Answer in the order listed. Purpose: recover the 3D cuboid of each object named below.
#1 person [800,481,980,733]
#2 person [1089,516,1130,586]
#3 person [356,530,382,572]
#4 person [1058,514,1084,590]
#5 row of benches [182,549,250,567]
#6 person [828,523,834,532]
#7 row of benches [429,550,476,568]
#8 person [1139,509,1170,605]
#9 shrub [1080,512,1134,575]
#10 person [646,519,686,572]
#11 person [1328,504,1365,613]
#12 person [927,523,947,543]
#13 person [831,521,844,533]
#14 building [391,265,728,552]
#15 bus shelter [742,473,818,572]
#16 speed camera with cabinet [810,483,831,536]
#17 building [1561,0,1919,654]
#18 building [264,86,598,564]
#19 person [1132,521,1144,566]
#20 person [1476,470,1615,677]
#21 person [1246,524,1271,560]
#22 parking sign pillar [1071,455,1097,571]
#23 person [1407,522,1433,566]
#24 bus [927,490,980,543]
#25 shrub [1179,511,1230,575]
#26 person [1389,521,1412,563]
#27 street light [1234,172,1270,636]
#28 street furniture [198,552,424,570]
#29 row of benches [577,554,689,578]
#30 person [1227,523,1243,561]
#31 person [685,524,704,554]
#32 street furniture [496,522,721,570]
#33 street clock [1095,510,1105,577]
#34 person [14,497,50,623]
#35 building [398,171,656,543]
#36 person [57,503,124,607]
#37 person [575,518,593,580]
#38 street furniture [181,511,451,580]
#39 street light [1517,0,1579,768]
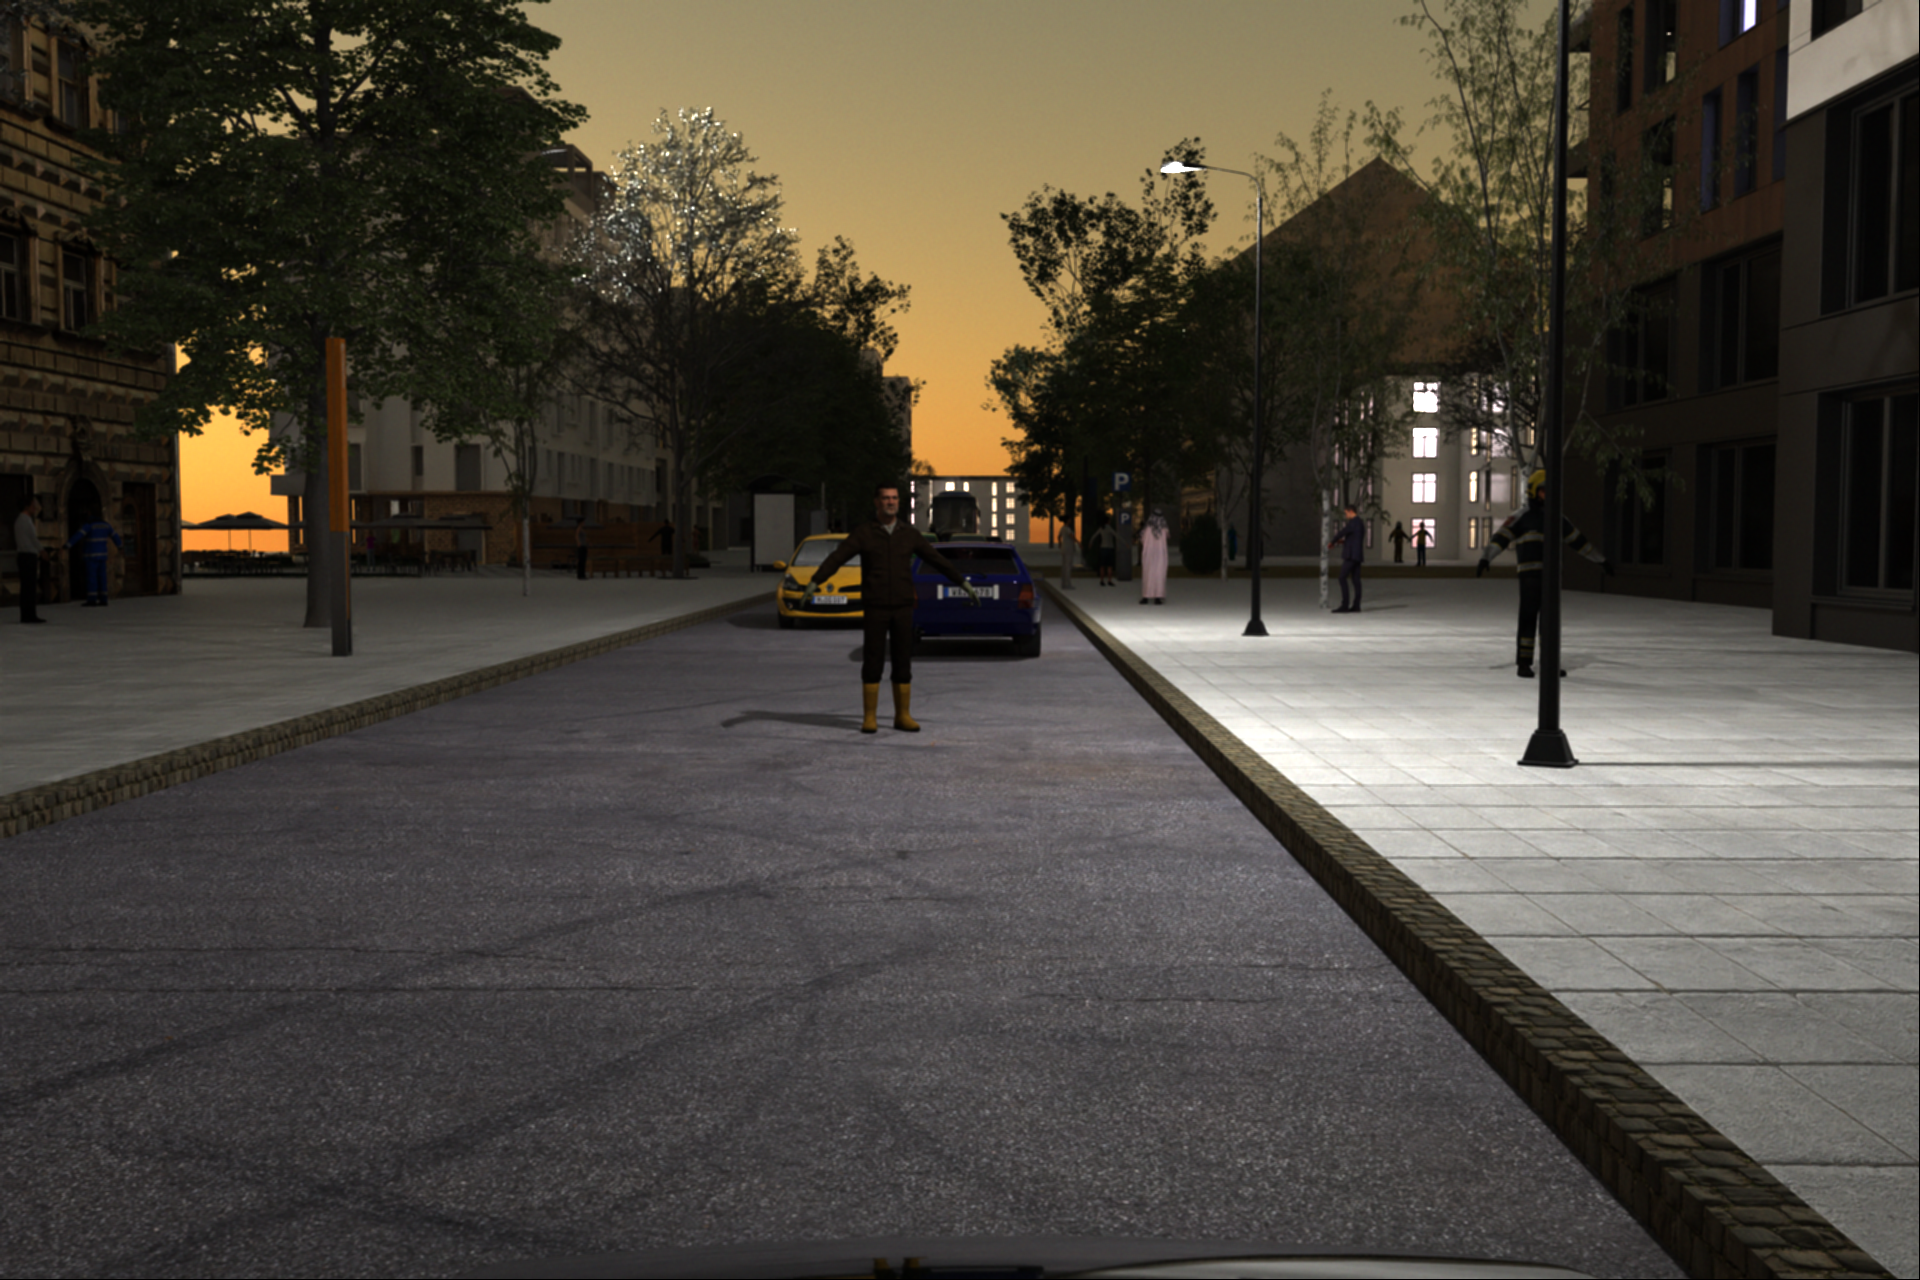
[{"bbox_3d":[-0.519,-0.243,12.569,1.346,1.812,0.704,-1,4,-17],"label":"person"},{"bbox_3d":[3.679,-2.204,42.874,1.217,1.735,0.721,3,5,40],"label":"person"},{"bbox_3d":[-20.141,-3.047,59.088,0.599,1.433,0.991,3,5,39],"label":"person"},{"bbox_3d":[2.555,-2.045,40.200,0.721,1.739,1.217,-1,4,-21],"label":"person"},{"bbox_3d":[-29.763,-3.275,69.004,1.422,0.672,4.104,1,4,11],"label":"row of benches"},{"bbox_3d":[-6.470,-4.928,86.515,1.347,1.837,0.705,-1,4,-11],"label":"person"},{"bbox_3d":[-19.539,-3.131,66.649,1.422,0.672,4.104,0,4,1],"label":"row of benches"},{"bbox_3d":[3.563,-1.521,31.578,0.551,1.740,0.621,-1,4,-16],"label":"person"},{"bbox_3d":[4.566,-3.023,53.846,1.690,2.028,1.600,0,3,0],"label":"shrub"},{"bbox_3d":[-9.918,-3.201,58.557,1.346,1.802,0.704,-1,4,-16],"label":"person"},{"bbox_3d":[6.307,-1.338,28.372,0.568,1.767,0.683,2,4,32],"label":"person"},{"bbox_3d":[-1.058,-3.589,66.915,1.354,1.856,0.705,1,4,19],"label":"person"},{"bbox_3d":[-5.189,-4.145,73.916,1.345,1.843,0.704,2,4,31],"label":"person"},{"bbox_3d":[-27.650,-15.781,124.484,16.747,18.905,31.486,0,4,2],"label":"building"},{"bbox_3d":[-6.234,-4.080,60.630,2.014,3.302,5.546,0,4,1],"label":"bus shelter"},{"bbox_3d":[-5.413,-4.457,67.213,0.660,3.252,2.038,0,4,2],"label":"speed camera with cabinet"},{"bbox_3d":[24.225,-10.971,23.354,27.936,21.610,32.646,0,4,1],"label":"building"},{"bbox_3d":[-23.527,-13.350,74.687,16.016,20.090,11.380,0,4,1],"label":"building"},{"bbox_3d":[7.387,-3.928,70.501,1.348,1.796,0.705,-2,4,-29],"label":"person"},{"bbox_3d":[5.222,-0.599,15.560,1.351,1.858,0.704,-1,4,-13],"label":"person"},{"bbox_3d":[14.982,-4.927,86.678,1.348,1.813,0.705,-1,4,-14],"label":"person"},{"bbox_3d":[4.445,-4.372,59.947,1.447,3.967,1.447,0,4,0],"label":"parking sign pillar"},{"bbox_3d":[18.452,-3.850,69.405,0.721,1.772,1.216,-3,5,-41],"label":"person"},{"bbox_3d":[-0.199,-6.642,100.138,2.896,3.916,12.251,0,4,1],"label":"bus"},{"bbox_3d":[7.778,-3.106,55.196,1.690,2.028,1.600,0,3,0],"label":"shrub"},{"bbox_3d":[19.806,-4.425,78.118,0.705,1.858,1.354,-2,4,-33],"label":"person"},{"bbox_3d":[4.278,-3.007,21.704,1.470,5.913,1.316,0,4,0],"label":"street light"},{"bbox_3d":[-24.512,-3.114,66.538,5.734,0.657,10.072,1,4,15],"label":"street furniture"},{"bbox_3d":[-9.677,-2.225,51.835,1.422,0.672,4.104,3,4,36],"label":"row of benches"},{"bbox_3d":[13.105,-4.706,83.062,0.704,1.817,1.347,-2,4,-26],"label":"person"},{"bbox_3d":[-12.441,-4.547,81.149,0.721,1.733,1.217,3,4,38],"label":"person"},{"bbox_3d":[-12.925,-3.708,67.478,9.812,1.723,11.010,-2,4,-30],"label":"street furniture"},{"bbox_3d":[4.212,-2.889,51.807,0.358,2.002,0.471,0,3,0],"label":"street clock"},{"bbox_3d":[-13.477,-1.158,25.097,0.704,1.810,1.344,-3,5,-40],"label":"person"},{"bbox_3d":[-23.589,-14.399,91.845,16.016,20.090,11.380,0,4,1],"label":"building"},{"bbox_3d":[-15.380,-1.516,30.768,0.704,1.831,1.345,1,4,23],"label":"person"},{"bbox_3d":[-10.531,-2.554,48.573,0.721,1.737,1.217,0,4,5],"label":"person"},{"bbox_3d":[-29.757,-2.719,49.491,27.439,1.986,14.083,1,4,8],"label":"street furniture"},{"bbox_3d":[3.820,-2.258,9.461,1.470,5.913,1.316,0,4,1],"label":"street light"}]
